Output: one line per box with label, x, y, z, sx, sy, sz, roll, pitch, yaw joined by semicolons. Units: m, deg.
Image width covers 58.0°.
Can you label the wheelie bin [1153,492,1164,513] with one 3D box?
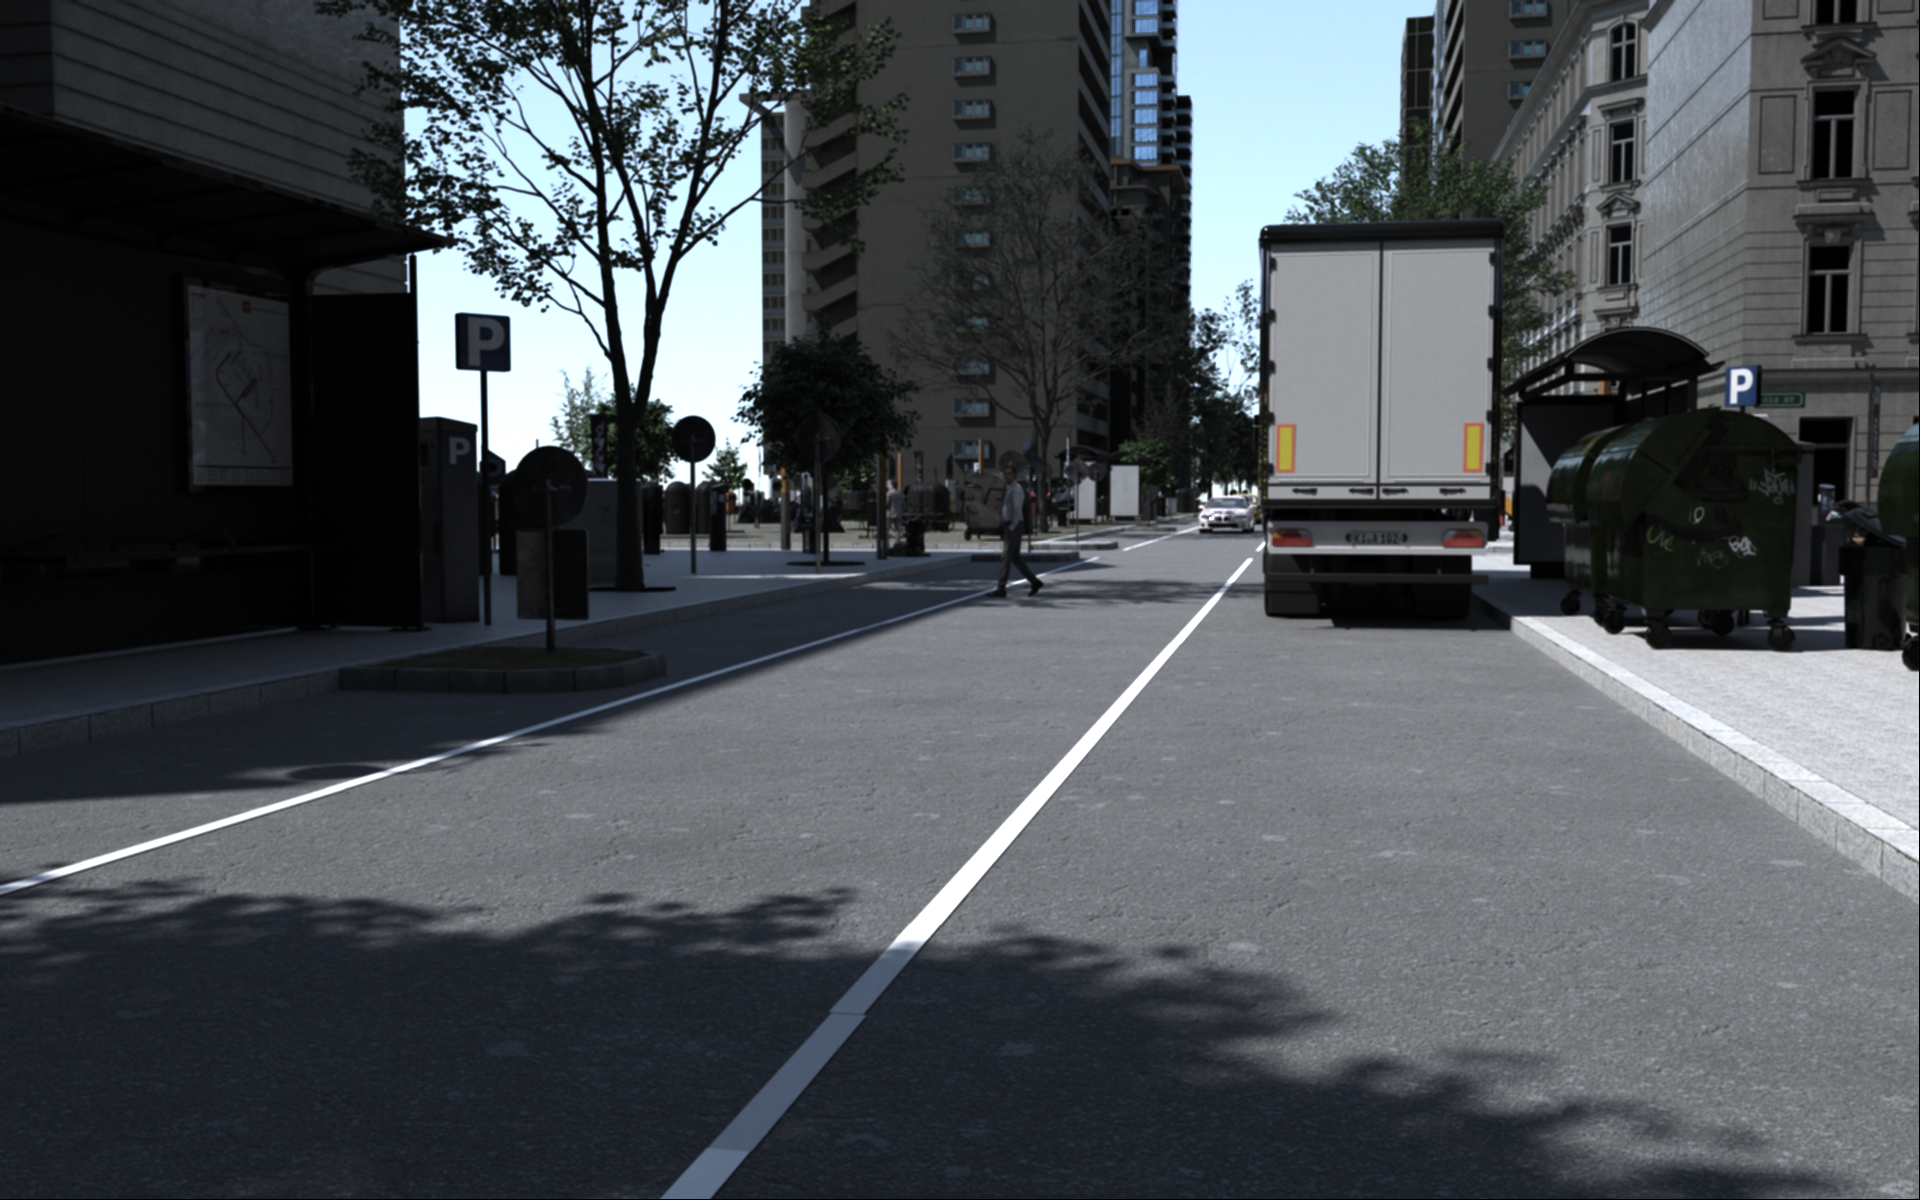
wheelie bin;13.244;-6.582;115.517;0.980;1.594;0.693;2;4;30

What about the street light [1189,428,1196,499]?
street light;16.343;-9.098;121.538;0.468;5.910;1.993;1;4;11

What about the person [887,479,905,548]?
person;-1.713;-2.125;43.444;0.606;1.804;0.583;-3;5;-40

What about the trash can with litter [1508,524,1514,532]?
trash can with litter;18.855;-2.879;58.460;0.624;1.170;1.055;-1;4;-14

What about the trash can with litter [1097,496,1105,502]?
trash can with litter;9.078;-6.221;113.104;0.624;1.170;1.055;-2;4;-25

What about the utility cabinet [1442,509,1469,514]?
utility cabinet;20.336;-3.825;71.214;0.318;1.500;1.173;-3;4;-36

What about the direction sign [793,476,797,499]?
direction sign;-9.743;-6.749;102.337;0.379;3.537;0.876;-1;4;-16

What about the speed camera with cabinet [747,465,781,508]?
speed camera with cabinet;-11.143;-6.376;98.588;2.038;3.252;0.660;-1;4;-20

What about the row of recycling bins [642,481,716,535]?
row of recycling bins;-9.379;-2.937;55.130;3.534;1.692;1.069;0;4;2

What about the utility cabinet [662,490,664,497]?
utility cabinet;-16.840;-5.610;100.399;1.173;1.500;0.318;0;4;5

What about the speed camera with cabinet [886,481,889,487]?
speed camera with cabinet;-4.725;-7.723;120.600;0.660;3.252;2.038;1;4;18

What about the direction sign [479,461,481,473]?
direction sign;-33.070;-7.822;119.881;0.379;3.537;0.876;0;4;7

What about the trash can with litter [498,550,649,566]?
trash can with litter;-6.782;-1.215;30.916;2.233;1.210;1.678;2;4;32

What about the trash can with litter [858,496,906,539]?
trash can with litter;-2.099;-2.405;50.372;2.233;1.210;1.678;-3;5;-41

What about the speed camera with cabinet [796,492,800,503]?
speed camera with cabinet;-10.344;-7.537;117.559;0.660;3.252;2.038;2;4;26

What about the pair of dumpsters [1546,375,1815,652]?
pair of dumpsters;6.568;-0.834;16.128;1.574;2.255;4.437;1;4;11

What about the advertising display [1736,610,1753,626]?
advertising display;7.800;-0.730;17.157;0.123;1.923;0.974;2;4;29

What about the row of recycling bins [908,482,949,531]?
row of recycling bins;-1.183;-3.347;61.836;1.069;1.692;3.534;-1;4;-13

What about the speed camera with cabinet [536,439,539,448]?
speed camera with cabinet;-14.432;-4.150;62.189;2.038;3.252;0.660;0;4;-2

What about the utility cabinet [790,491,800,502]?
utility cabinet;-11.426;-6.761;119.218;1.173;1.500;0.318;3;4;38

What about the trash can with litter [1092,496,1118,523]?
trash can with litter;6.347;-4.140;78.739;1.678;1.210;2.233;2;4;26

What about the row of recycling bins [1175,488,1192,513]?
row of recycling bins;15.303;-6.805;118.378;1.069;1.692;3.534;0;4;2

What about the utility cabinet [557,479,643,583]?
utility cabinet;-5.139;-0.980;24.695;1.173;1.500;0.318;-1;4;-16

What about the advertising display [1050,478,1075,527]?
advertising display;4.035;-3.853;68.207;0.974;1.923;0.123;0;4;2

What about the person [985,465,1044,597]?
person;0.752;-0.951;24.156;0.850;1.850;0.679;-1;4;-9

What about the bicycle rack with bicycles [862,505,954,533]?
bicycle rack with bicycles;-1.487;-2.752;58.380;2.925;0.926;2.852;2;4;26

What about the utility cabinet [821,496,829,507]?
utility cabinet;-5.625;-3.575;69.616;0.306;1.237;1.020;-2;4;-29

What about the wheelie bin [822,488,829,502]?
wheelie bin;-7.090;-4.974;89.227;0.693;1.594;0.980;-1;4;-15

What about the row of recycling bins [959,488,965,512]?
row of recycling bins;1.047;-6.733;117.191;3.534;1.692;1.069;-2;4;-28

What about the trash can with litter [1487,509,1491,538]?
trash can with litter;15.086;-2.369;50.127;0.624;1.170;1.055;-1;4;-17

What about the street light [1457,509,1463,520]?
street light;10.303;-3.839;35.549;0.468;5.910;1.993;1;4;11

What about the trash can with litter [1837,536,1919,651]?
trash can with litter;7.784;-0.172;14.194;0.624;1.170;1.055;-3;4;-37

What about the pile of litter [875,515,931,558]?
pile of litter;-1.166;-1.339;35.863;1.176;0.858;1.719;0;4;5

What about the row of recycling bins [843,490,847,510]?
row of recycling bins;-6.747;-6.328;110.575;1.069;1.692;3.534;-1;4;-15

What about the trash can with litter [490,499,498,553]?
trash can with litter;-10.110;-1.633;37.758;2.233;1.210;1.678;2;4;24

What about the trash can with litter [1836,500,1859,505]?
trash can with litter;16.736;-1.277;32.259;1.055;1.170;0.624;-1;4;-22

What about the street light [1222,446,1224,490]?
street light;25.060;-11.750;164.907;0.468;5.910;1.993;1;4;11

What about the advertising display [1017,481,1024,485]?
advertising display;3.243;-4.905;85.406;0.974;1.923;0.123;1;4;23

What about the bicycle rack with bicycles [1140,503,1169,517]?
bicycle rack with bicycles;10.219;-5.089;96.587;2.925;0.926;2.852;1;4;11

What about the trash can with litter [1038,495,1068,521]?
trash can with litter;4.189;-4.722;88.264;2.233;1.210;1.678;-2;4;-25

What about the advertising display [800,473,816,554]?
advertising display;-3.240;-1.959;37.248;0.123;1.923;0.974;-1;4;-21

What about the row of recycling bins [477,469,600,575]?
row of recycling bins;-7.441;-1.252;27.585;3.534;1.692;1.069;-1;4;-13

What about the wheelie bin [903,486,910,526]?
wheelie bin;-1.867;-3.717;68.686;0.980;1.594;0.693;-2;4;-34

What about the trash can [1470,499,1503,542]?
trash can;14.323;-2.161;46.992;0.748;1.137;0.748;0;3;0

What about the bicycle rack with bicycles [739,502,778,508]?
bicycle rack with bicycles;-10.932;-5.032;95.647;2.852;0.926;2.925;1;4;10

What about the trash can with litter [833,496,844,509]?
trash can with litter;-6.670;-5.316;98.299;1.055;1.170;0.624;2;4;29

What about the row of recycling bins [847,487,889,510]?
row of recycling bins;-5.278;-6.050;106.034;1.069;1.692;3.534;2;4;33

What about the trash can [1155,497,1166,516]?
trash can;11.587;-5.403;99.986;0.748;1.137;0.748;0;3;0
